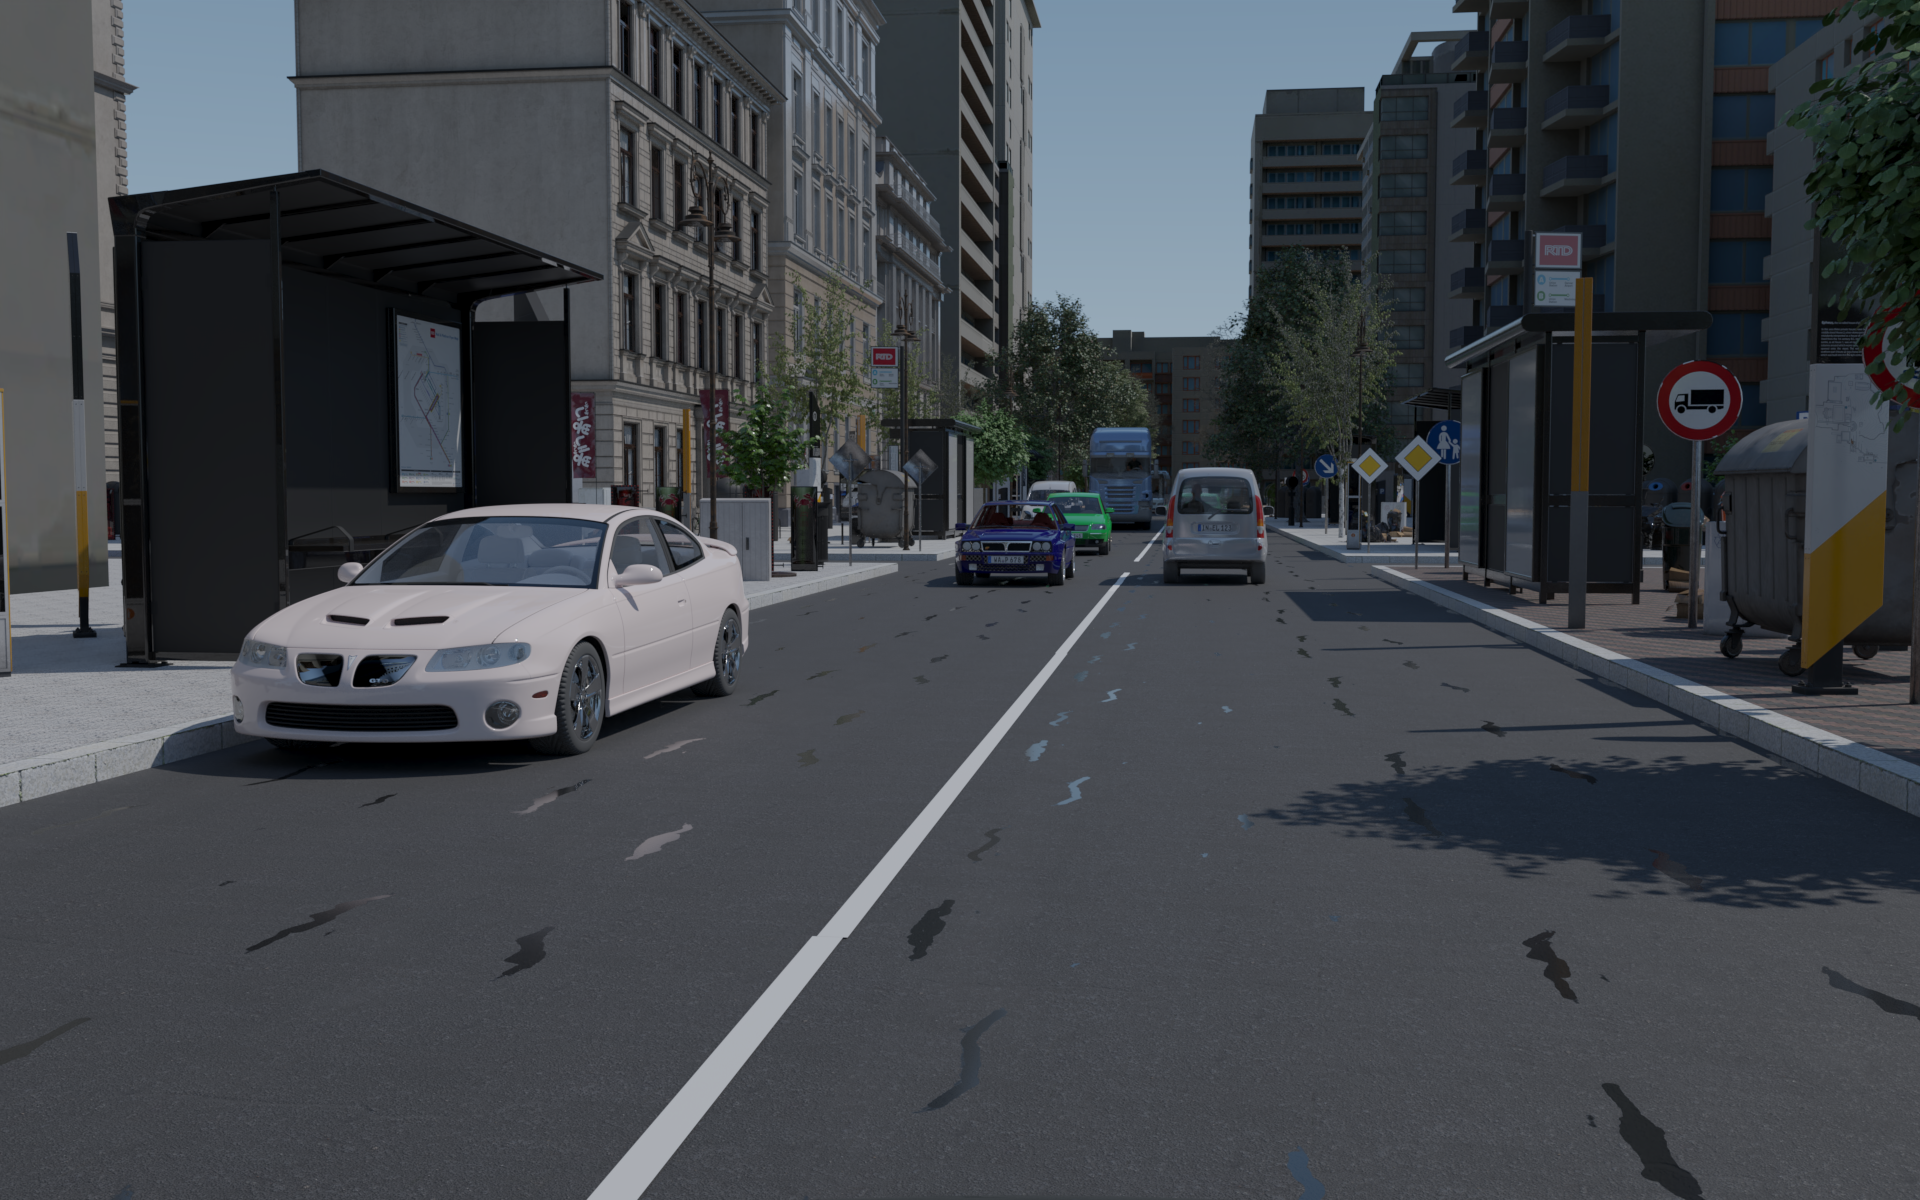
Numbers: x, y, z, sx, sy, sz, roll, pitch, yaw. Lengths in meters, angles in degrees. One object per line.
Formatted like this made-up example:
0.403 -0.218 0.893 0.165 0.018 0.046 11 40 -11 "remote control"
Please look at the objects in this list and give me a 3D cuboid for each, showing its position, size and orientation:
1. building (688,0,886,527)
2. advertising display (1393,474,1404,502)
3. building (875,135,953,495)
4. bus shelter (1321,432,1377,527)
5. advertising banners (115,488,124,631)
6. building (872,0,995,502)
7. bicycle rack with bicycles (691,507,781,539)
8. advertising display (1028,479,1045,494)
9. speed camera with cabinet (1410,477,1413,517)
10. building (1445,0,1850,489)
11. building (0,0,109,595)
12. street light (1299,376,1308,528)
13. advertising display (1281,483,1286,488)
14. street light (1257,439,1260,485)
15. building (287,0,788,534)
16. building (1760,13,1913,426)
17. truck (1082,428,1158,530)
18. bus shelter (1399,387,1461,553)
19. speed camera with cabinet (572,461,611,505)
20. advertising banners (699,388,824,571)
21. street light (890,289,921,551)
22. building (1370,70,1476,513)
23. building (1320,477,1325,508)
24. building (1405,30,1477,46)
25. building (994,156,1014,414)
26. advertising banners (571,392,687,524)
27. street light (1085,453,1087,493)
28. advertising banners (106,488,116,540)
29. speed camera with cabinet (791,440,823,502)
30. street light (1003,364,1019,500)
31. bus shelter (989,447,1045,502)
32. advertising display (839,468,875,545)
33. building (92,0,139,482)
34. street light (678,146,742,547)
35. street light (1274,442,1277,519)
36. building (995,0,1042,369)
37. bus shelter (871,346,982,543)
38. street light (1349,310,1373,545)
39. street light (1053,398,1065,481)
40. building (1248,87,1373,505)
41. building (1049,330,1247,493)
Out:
-11.536 -17.786 76.697 13.634 28.700 20.117 0 4 8 "building"
14.007 -3.065 55.323 0.123 1.923 0.974 2 4 27 "advertising display"
-8.603 -15.772 99.667 13.314 21.916 24.055 0 4 8 "building"
15.310 -4.713 68.348 1.731 3.624 6.357 0 4 7 "bus shelter"
-7.299 -1.240 16.459 0.090 3.025 2.074 1 4 10 "advertising banners"
-9.224 -30.770 126.796 21.300 48.544 21.600 0 4 8 "building"
-6.617 -2.217 49.631 2.852 0.926 2.925 3 5 39 "bicycle rack with bicycles"
3.201 -4.278 75.159 0.974 1.923 0.123 -1 4 -13 "advertising display"
25.415 -6.261 96.706 0.660 3.252 2.038 3 5 41 "speed camera with cabinet"
36.305 -26.321 84.980 22.147 44.769 28.867 0 4 8 "building"
-23.634 -23.836 13.426 21.600 48.544 21.300 0 4 8 "building"
13.098 -5.720 66.316 0.468 5.910 1.993 0 4 8 "street light"
19.821 -6.071 104.467 0.974 1.923 0.123 3 5 41 "advertising display"
19.014 -8.430 110.617 0.468 5.910 1.993 0 4 8 "street light"
-13.025 -11.787 57.351 10.561 19.102 19.286 0 4 8 "building"
45.245 -12.842 55.004 28.899 21.520 27.650 0 4 8 "building"
7.155 -5.282 76.123 2.967 4.110 18.799 0 4 6 "truck"
11.615 -3.041 40.997 1.731 3.624 6.357 0 4 8 "bus shelter"
-10.039 -3.178 46.293 2.038 3.252 0.660 2 4 35 "speed camera with cabinet"
-3.306 -1.991 28.734 2.074 3.025 0.090 0 4 4 "advertising banners"
-1.223 -4.066 39.268 0.468 5.910 1.993 0 4 8 "street light"
35.905 -21.427 122.033 14.160 30.474 14.107 0 4 8 "building"
50.935 -28.835 163.326 32.217 40.220 23.993 0 4 8 "building"
47.331 -27.386 139.645 32.217 40.220 23.993 0 4 8 "building"
-3.166 -22.811 144.667 14.160 30.474 14.107 0 4 8 "building"
-5.771 -2.066 29.963 2.074 3.025 0.090 -1 4 -19 "advertising banners"
7.703 -8.143 105.930 0.468 5.910 1.993 0 4 8 "street light"
-23.772 -3.183 48.232 2.074 3.025 0.090 0 4 2 "advertising banners"
-5.351 -4.052 60.589 0.660 3.252 2.038 -1 4 -22 "speed camera with cabinet"
1.822 -5.446 61.826 0.468 5.910 1.993 0 4 8 "street light"
2.251 -4.722 71.136 2.014 3.302 5.546 0 4 8 "bus shelter"
-2.597 -2.365 43.877 0.974 1.923 0.123 1 4 22 "advertising display"
-38.479 -13.893 56.033 19.941 23.489 11.050 0 4 8 "building"
-3.359 -3.100 23.470 0.468 5.910 1.993 0 4 8 "street light"
16.139 -7.068 88.355 0.468 5.910 1.993 0 4 8 "street light"
-7.047 -35.464 169.072 27.495 52.752 28.713 0 4 8 "building"
-0.993 -4.401 49.595 2.179 5.291 8.768 0 4 8 "bus shelter"
10.110 -4.342 43.783 0.468 5.910 1.993 0 4 8 "street light"
4.811 -6.794 83.872 0.468 5.910 1.993 0 4 8 "street light"
45.843 -35.862 210.053 21.600 48.544 21.300 0 4 8 "building"
21.399 -22.847 218.587 28.899 21.520 27.650 0 4 8 "building"
